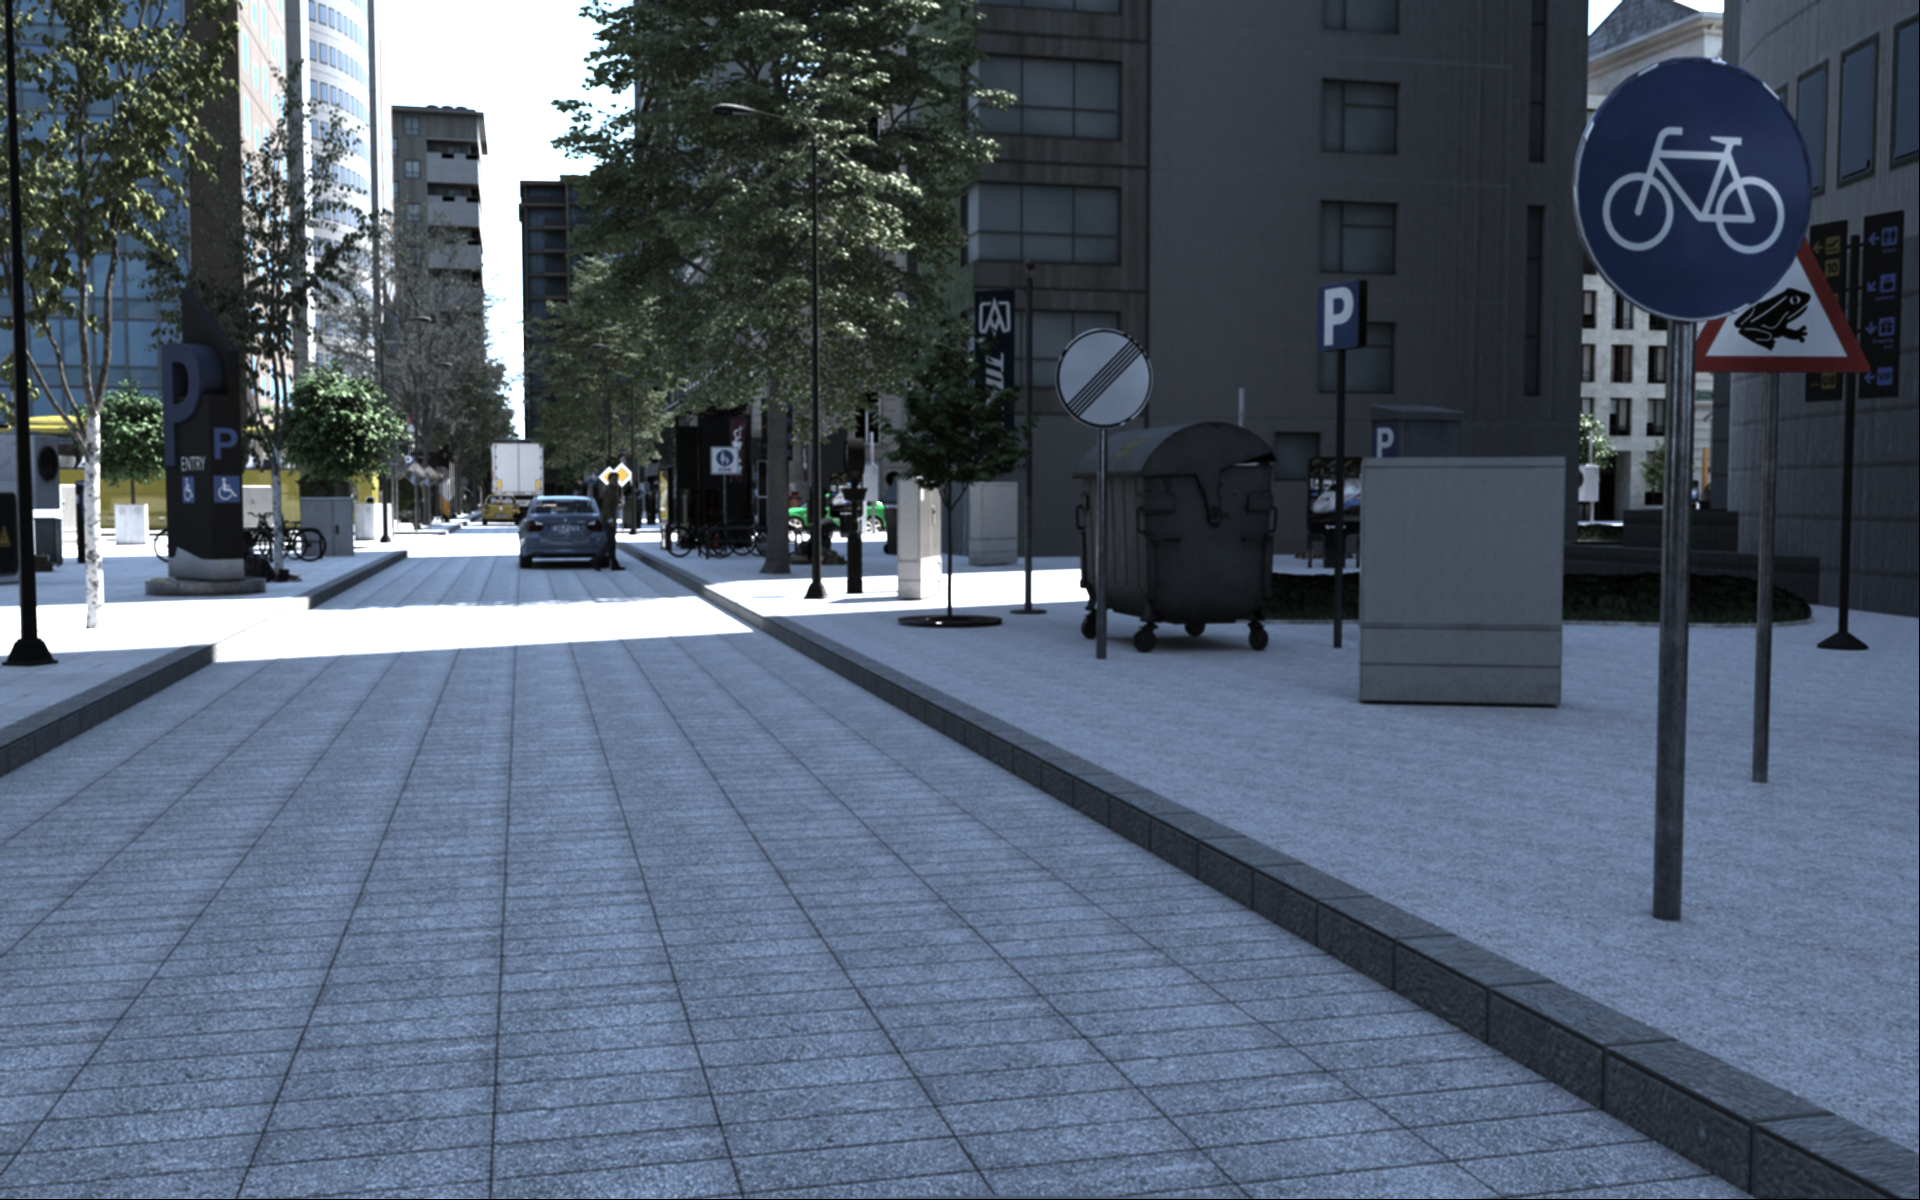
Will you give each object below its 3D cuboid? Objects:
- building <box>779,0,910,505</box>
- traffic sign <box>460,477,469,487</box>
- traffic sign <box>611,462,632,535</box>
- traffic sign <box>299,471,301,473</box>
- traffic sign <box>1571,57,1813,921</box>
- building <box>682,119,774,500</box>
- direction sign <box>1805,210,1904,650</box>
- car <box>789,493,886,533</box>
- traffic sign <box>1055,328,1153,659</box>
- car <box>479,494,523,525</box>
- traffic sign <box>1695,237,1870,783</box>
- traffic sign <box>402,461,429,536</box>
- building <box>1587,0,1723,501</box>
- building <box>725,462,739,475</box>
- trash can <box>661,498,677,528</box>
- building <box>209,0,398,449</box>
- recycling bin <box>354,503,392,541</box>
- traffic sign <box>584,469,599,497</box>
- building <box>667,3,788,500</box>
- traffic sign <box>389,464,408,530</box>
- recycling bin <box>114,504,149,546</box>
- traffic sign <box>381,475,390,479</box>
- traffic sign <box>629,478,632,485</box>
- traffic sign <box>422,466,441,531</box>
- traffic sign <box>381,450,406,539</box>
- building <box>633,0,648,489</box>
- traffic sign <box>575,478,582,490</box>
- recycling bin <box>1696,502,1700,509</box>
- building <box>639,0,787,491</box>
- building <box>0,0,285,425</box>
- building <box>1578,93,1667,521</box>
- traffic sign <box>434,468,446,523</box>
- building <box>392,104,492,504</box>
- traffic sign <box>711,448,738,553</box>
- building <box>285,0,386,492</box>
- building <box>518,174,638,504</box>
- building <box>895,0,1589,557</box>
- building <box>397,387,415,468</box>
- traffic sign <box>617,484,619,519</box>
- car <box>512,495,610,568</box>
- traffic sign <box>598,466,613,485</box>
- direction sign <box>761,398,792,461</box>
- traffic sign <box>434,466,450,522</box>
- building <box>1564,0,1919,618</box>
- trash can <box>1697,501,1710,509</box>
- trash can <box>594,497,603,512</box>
[{"bbox_3d":[4.653,-17.268,79.602,25.104,27.353,12.463,-1,4,-14],"label":"building"},{"bbox_3d":[-36.562,-7.795,127.556,0.768,2.556,0.104,-1,4,-13],"label":"traffic sign"},{"bbox_3d":[-10.619,-3.106,54.428,0.795,2.450,0.064,-1,4,-14],"label":"traffic sign"},{"bbox_3d":[-18.940,-3.082,50.503,0.768,2.556,0.104,-1,4,-13],"label":"traffic sign"},{"bbox_3d":[2.141,-0.310,5.167,0.768,2.556,0.104,-1,4,-10],"label":"traffic sign"},{"bbox_3d":[-8.754,-20.880,117.808,17.030,29.872,44.131,-1,4,-14],"label":"building"},{"bbox_3d":[7.349,-1.365,14.315,0.379,3.537,0.876,-1,4,-22],"label":"direction sign"},{"bbox_3d":[-4.498,-3.120,59.815,4.718,1.807,1.959,-1,4,-15],"label":"car"},{"bbox_3d":[1.103,-0.815,13.427,0.768,2.556,0.104,-1,4,-9],"label":"traffic sign"},{"bbox_3d":[-21.624,-4.363,81.559,2.015,1.641,3.980,-1,4,-15],"label":"car"},{"bbox_3d":[3.565,-0.467,7.644,0.884,2.594,0.081,0,4,-7],"label":"traffic sign"},{"bbox_3d":[-16.631,-3.015,52.939,0.795,2.450,0.064,-1,4,-14],"label":"traffic sign"},{"bbox_3d":[44.296,-18.557,90.792,23.554,28.519,14.401,-1,4,-14],"label":"building"},{"bbox_3d":[-24.452,-28.527,238.121,14.107,30.474,14.160,-1,4,-14],"label":"building"},{"bbox_3d":[-10.396,-3.079,61.992,0.748,1.137,0.748,0,3,0],"label":"trash can"},{"bbox_3d":[-61.346,-31.449,164.297,14.600,45.320,14.200,-1,4,-14],"label":"building"},{"bbox_3d":[-16.197,-2.154,47.777,0.722,1.027,0.722,2,4,25],"label":"recycling bin"},{"bbox_3d":[-18.477,-5.307,86.872,0.768,2.556,0.104,-1,4,-10],"label":"traffic sign"},{"bbox_3d":[-17.876,-28.402,147.964,14.154,41.232,14.086,-1,4,-14],"label":"building"},{"bbox_3d":[-20.105,-3.776,61.844,0.768,2.556,0.104,0,4,-7],"label":"traffic sign"},{"bbox_3d":[-20.832,-1.896,43.557,0.722,1.027,0.722,-1,4,-22],"label":"recycling bin"},{"bbox_3d":[-26.628,-4.942,80.911,0.768,2.556,0.104,0,4,-7],"label":"traffic sign"},{"bbox_3d":[-16.726,-5.195,87.065,0.606,2.300,0.079,-1,4,-10],"label":"traffic sign"},{"bbox_3d":[-18.584,-3.489,60.682,0.795,2.450,0.064,-1,4,-14],"label":"traffic sign"},{"bbox_3d":[-16.229,-3.023,49.529,0.768,2.556,0.104,-1,4,-9],"label":"traffic sign"},{"bbox_3d":[-24.959,-39.631,189.962,21.231,58.520,28.212,-1,4,-14],"label":"building"},{"bbox_3d":[-22.394,-6.273,102.672,0.768,2.556,0.104,-1,4,-12],"label":"traffic sign"},{"bbox_3d":[24.326,-2.666,56.150,0.722,1.027,0.722,3,4,38],"label":"recycling bin"},{"bbox_3d":[-19.069,-33.175,166.111,21.300,48.544,21.600,-1,4,-14],"label":"building"},{"bbox_3d":[-35.810,-25.721,70.652,14.600,45.320,14.200,-1,4,-14],"label":"building"},{"bbox_3d":[24.989,-14.081,84.974,16.860,20.320,10.420,-1,4,-14],"label":"building"},{"bbox_3d":[-23.317,-4.650,77.208,0.795,2.450,0.064,-1,4,-12],"label":"traffic sign"},{"bbox_3d":[-75.272,-39.368,232.911,27.495,52.752,28.713,-1,4,-14],"label":"building"},{"bbox_3d":[-5.085,-2.163,37.495,0.606,2.300,0.079,-1,4,-9],"label":"traffic sign"},{"bbox_3d":[-59.501,-36.687,141.836,21.231,58.520,28.212,-1,4,-14],"label":"building"},{"bbox_3d":[-46.730,-35.554,235.930,28.867,44.769,22.147,-1,4,-14],"label":"building"},{"bbox_3d":[5.406,-21.927,42.098,14.154,41.232,14.086,-1,4,-14],"label":"building"},{"bbox_3d":[-74.446,-53.112,181.054,31.000,86.520,22.319,-1,4,-14],"label":"building"},{"bbox_3d":[-17.929,-5.545,90.774,0.768,2.556,0.104,-1,4,-11],"label":"traffic sign"},{"bbox_3d":[-8.004,-1.405,34.974,2.014,1.417,4.499,-1,4,-14],"label":"car"},{"bbox_3d":[-12.572,-3.580,62.172,0.795,2.450,0.064,-1,4,-14],"label":"traffic sign"},{"bbox_3d":[-4.304,-2.982,40.758,0.876,3.537,0.379,2,4,31],"label":"direction sign"},{"bbox_3d":[-23.673,-4.828,79.051,0.768,2.556,0.104,0,4,-5],"label":"traffic sign"},{"bbox_3d":[20.574,-28.953,15.379,21.231,58.520,28.212,-1,4,-14],"label":"building"},{"bbox_3d":[16.239,-1.567,37.280,0.748,1.137,0.748,0,3,0],"label":"trash can"},{"bbox_3d":[-16.525,-4.175,79.909,0.748,1.137,0.748,0,3,0],"label":"trash can"}]
